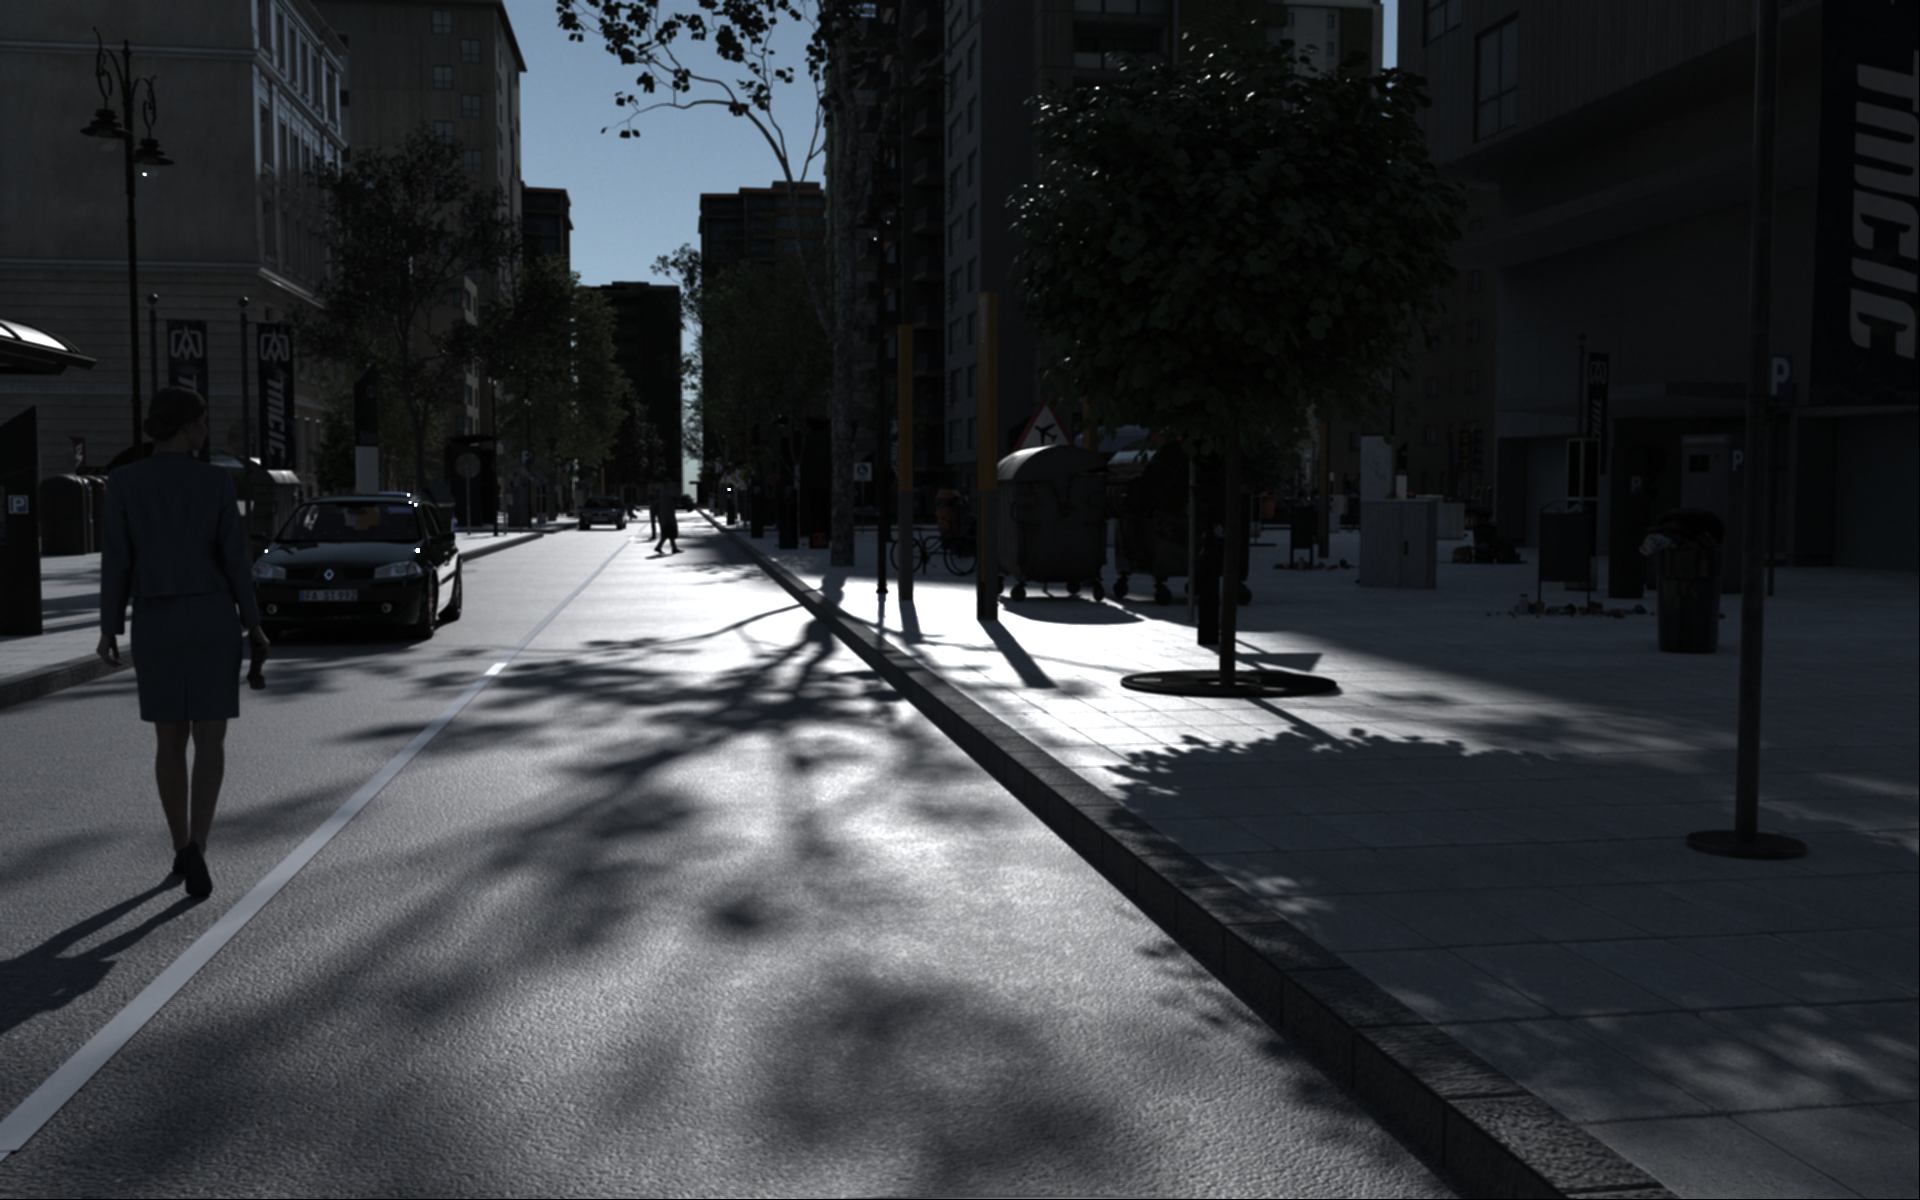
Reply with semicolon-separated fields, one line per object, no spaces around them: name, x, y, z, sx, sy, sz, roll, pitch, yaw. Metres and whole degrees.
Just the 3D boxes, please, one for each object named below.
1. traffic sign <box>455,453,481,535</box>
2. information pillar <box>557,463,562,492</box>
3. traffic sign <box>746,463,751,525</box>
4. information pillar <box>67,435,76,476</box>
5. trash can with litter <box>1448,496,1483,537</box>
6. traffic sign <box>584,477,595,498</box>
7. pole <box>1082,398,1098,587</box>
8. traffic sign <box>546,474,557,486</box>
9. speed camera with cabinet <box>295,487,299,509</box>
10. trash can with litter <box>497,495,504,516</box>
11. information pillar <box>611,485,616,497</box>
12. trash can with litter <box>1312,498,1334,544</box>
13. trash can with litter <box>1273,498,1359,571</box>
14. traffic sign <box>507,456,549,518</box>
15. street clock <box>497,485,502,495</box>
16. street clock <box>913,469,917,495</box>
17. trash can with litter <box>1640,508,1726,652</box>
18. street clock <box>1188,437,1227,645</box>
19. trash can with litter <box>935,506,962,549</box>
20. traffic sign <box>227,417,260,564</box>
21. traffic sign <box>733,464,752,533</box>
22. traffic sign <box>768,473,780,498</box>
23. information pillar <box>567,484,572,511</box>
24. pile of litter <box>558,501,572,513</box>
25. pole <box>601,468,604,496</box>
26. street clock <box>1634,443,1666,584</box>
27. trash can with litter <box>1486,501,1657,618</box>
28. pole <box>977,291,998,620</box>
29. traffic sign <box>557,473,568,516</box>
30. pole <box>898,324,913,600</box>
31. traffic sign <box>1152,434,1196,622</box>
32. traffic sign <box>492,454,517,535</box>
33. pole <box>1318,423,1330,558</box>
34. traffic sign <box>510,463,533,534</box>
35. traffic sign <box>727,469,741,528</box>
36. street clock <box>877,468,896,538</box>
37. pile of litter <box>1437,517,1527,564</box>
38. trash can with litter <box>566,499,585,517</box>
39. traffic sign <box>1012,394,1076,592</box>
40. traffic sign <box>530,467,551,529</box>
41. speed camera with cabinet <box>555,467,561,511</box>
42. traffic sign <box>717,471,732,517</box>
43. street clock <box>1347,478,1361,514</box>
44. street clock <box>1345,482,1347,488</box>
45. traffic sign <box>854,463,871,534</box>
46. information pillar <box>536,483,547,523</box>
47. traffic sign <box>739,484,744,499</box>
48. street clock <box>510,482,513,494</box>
traffic sign;-15.320;-3.293;53.955;0.768;2.556;0.104;0;4;-4
information pillar;-30.544;-8.616;132.223;0.504;3.616;0.183;2;4;33
traffic sign;-8.590;-4.349;71.217;0.768;2.556;0.104;0;4;-3
information pillar;-34.901;-4.700;68.207;0.504;3.616;0.183;1;4;18
trash can with litter;14.653;-2.498;51.898;1.678;1.210;2.233;1;4;12
traffic sign;-27.301;-7.802;127.669;0.768;2.556;0.104;0;4;-2
pole;1.788;-1.833;23.810;0.158;3.312;0.155;0;3;0
traffic sign;-21.202;-5.361;89.783;0.606;2.300;0.079;0;4;-5
speed camera with cabinet;-13.709;-2.361;32.942;2.038;3.252;0.660;-1;4;-8
trash can with litter;-27.262;-5.553;101.854;1.678;1.210;2.233;-1;4;-15
information pillar;-27.558;-8.146;137.682;0.304;2.012;0.304;1;4;12
trash can with litter;9.140;-2.024;44.478;0.624;1.170;1.055;2;4;33
trash can with litter;6.229;-1.147;29.810;2.233;1.210;1.678;-3;4;-38
traffic sign;-23.027;-6.023;92.346;2.265;3.308;0.079;0;4;-3
street clock;-35.663;-7.907;133.842;0.471;2.002;0.358;-1;4;-10
street clock;-1.409;-2.611;47.254;0.471;2.002;0.358;0;4;4
trash can with litter;5.992;-0.179;14.313;0.624;1.170;1.055;2;4;27
street clock;2.128;-0.623;14.764;0.471;2.002;0.358;1;4;9
trash can with litter;-0.266;-1.775;40.404;0.624;1.170;1.055;0;3;0
traffic sign;-11.749;-1.752;28.749;0.768;2.556;0.104;-1;4;-8
traffic sign;-7.115;-3.287;57.388;0.795;2.450;0.064;-1;4;-9
traffic sign;-11.540;-6.556;107.301;0.768;2.556;0.104;0;4;-6
information pillar;-28.825;-7.539;127.760;0.304;2.012;0.304;0;4;-6
pile of litter;-26.658;-6.280;116.638;1.176;0.858;1.719;-3;4;-37
pole;-27.407;-8.506;132.909;0.158;3.312;0.155;0;3;0
street clock;9.805;-1.233;24.734;0.358;2.002;0.471;-1;4;-22
trash can with litter;6.803;-0.444;18.323;2.233;1.210;1.678;1;4;23
pole;0.279;-1.453;17.599;0.158;3.312;0.155;0;3;0
traffic sign;-23.657;-6.288;102.920;0.768;2.556;0.104;0;4;-3
pole;-0.660;-1.659;20.973;0.158;3.312;0.155;0;3;0
traffic sign;2.319;-1.058;17.305;0.884;2.594;0.081;0;4;-3
traffic sign;-14.391;-3.341;54.727;0.768;2.556;0.104;0;4;-6
pole;7.314;-2.502;34.752;0.158;3.312;0.155;0;3;0
traffic sign;-14.269;-3.218;56.250;0.795;2.450;0.064;-1;4;-9
traffic sign;-8.397;-3.769;65.270;0.795;2.450;0.064;-1;4;-9
street clock;-2.006;-2.619;47.395;0.471;2.002;0.358;2;4;32
pile of litter;9.678;-1.120;32.270;1.719;0.858;1.176;1;4;18
trash can with litter;-21.643;-5.262;97.424;0.624;1.170;1.055;2;4;25
traffic sign;1.110;-1.382;22.597;0.884;2.594;0.081;0;4;-6
traffic sign;-15.551;-3.700;64.132;0.795;2.450;0.064;-1;4;-9
speed camera with cabinet;-29.638;-8.124;127.166;0.660;3.252;2.038;-1;4;-11
traffic sign;-12.899;-5.821;95.182;0.884;2.594;0.081;0;4;-6
street clock;18.252;-4.610;79.949;0.471;2.002;0.358;0;4;-1
street clock;20.166;-5.193;89.471;0.358;2.002;0.471;-3;5;-44
traffic sign;-3.163;-3.303;56.135;0.606;2.300;0.079;-1;4;-9
information pillar;-18.301;-4.356;75.712;0.304;2.012;0.304;2;4;26
traffic sign;-13.288;-6.356;106.054;0.606;2.300;0.079;0;4;-2
street clock;-23.322;-5.280;90.896;0.358;2.002;0.471;3;5;44
